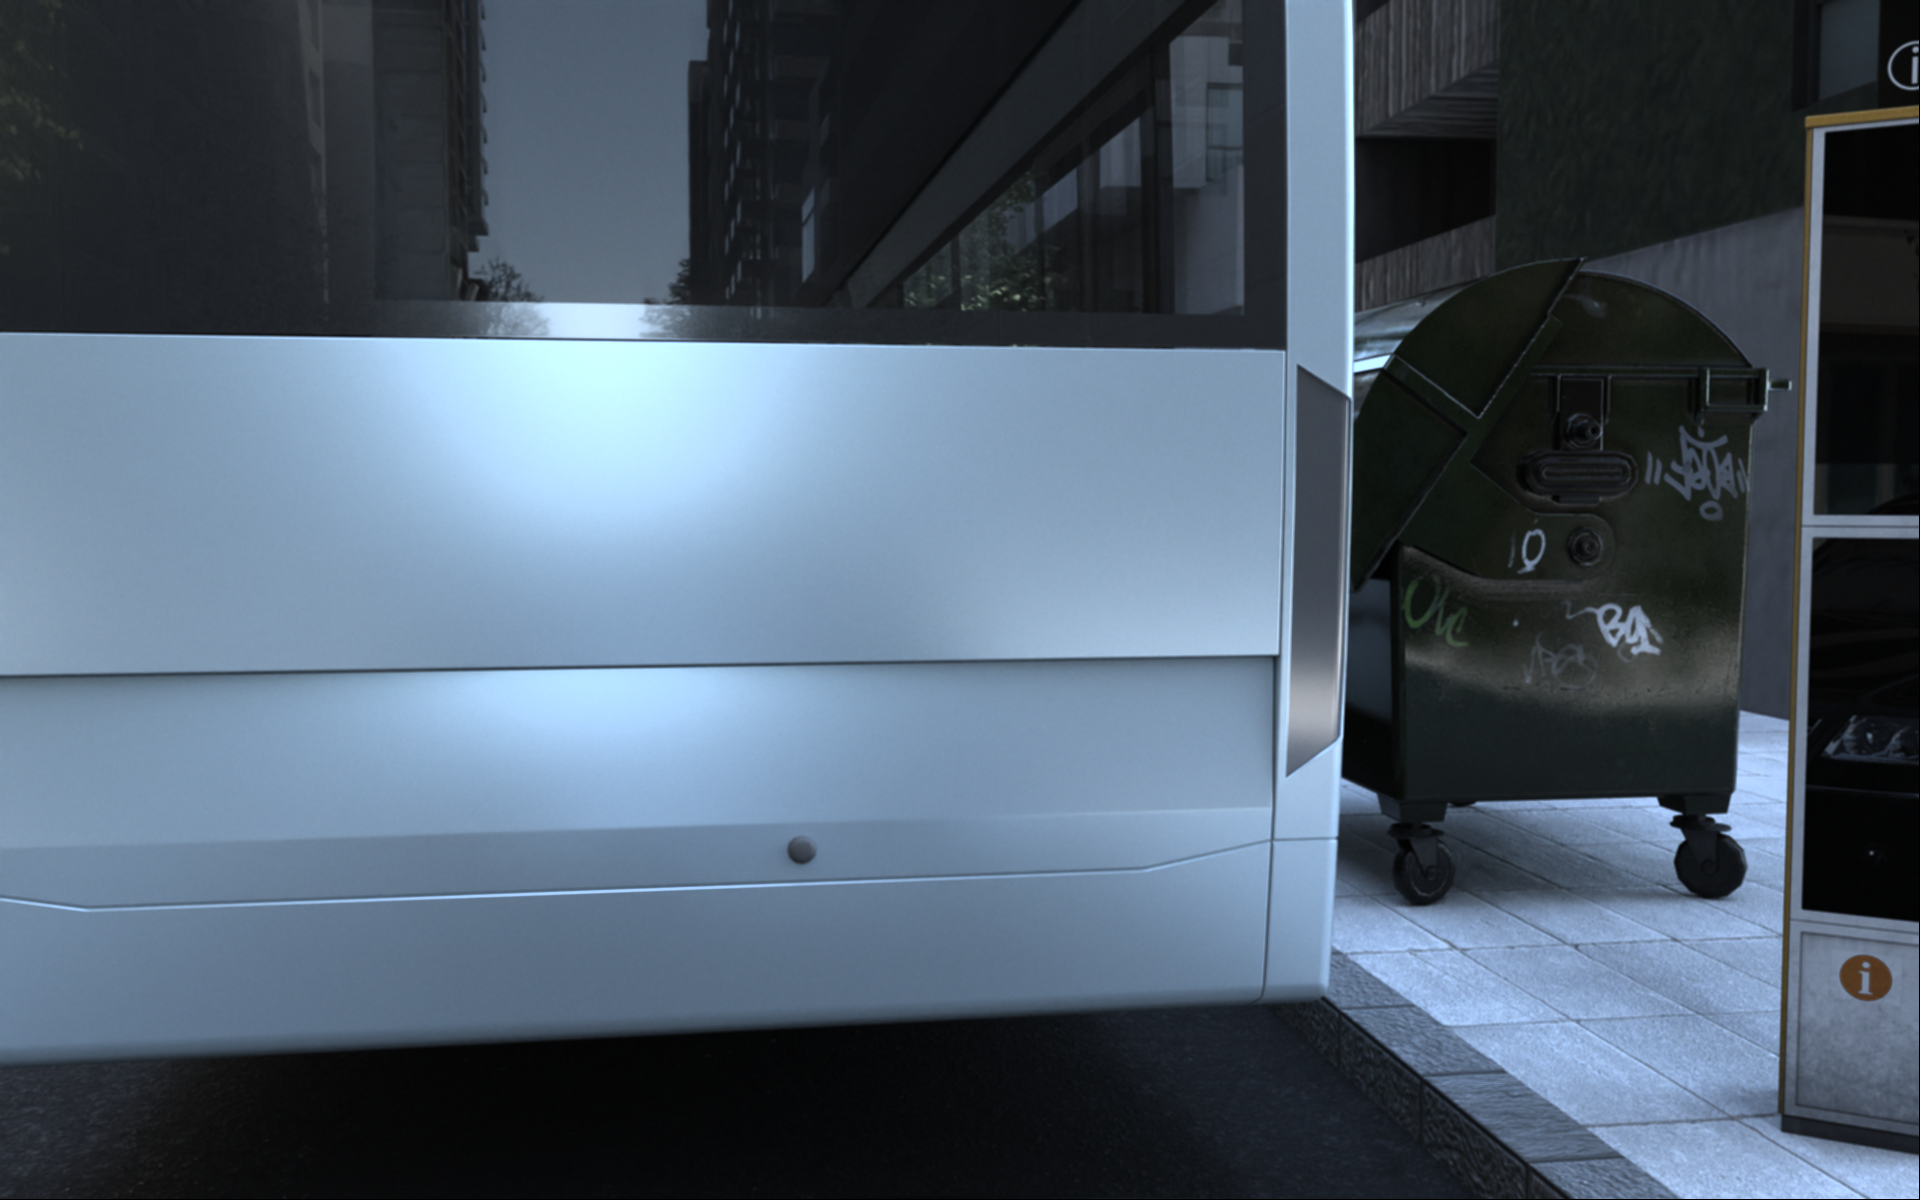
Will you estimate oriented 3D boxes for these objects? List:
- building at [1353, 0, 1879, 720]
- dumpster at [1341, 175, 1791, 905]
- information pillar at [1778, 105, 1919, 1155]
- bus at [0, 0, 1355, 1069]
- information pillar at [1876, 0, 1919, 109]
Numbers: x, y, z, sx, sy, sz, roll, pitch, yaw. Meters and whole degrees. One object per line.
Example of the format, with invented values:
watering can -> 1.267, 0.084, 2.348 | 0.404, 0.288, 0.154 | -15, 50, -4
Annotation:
building -> 10.785, -14.927, 15.752 | 14.160, 30.474, 14.107 | -1, 4, -8
dumpster -> 1.743, -0.225, 6.180 | 1.502, 2.255, 1.985 | -1, 4, -8
information pillar -> 1.845, 0.062, 3.473 | 0.304, 2.012, 0.304 | 2, 4, 30
bus -> -1.644, -0.891, 9.429 | 2.948, 3.499, 13.247 | -1, 4, -10
information pillar -> 4.056, -0.973, 7.266 | 0.504, 3.616, 0.183 | 2, 4, 25
